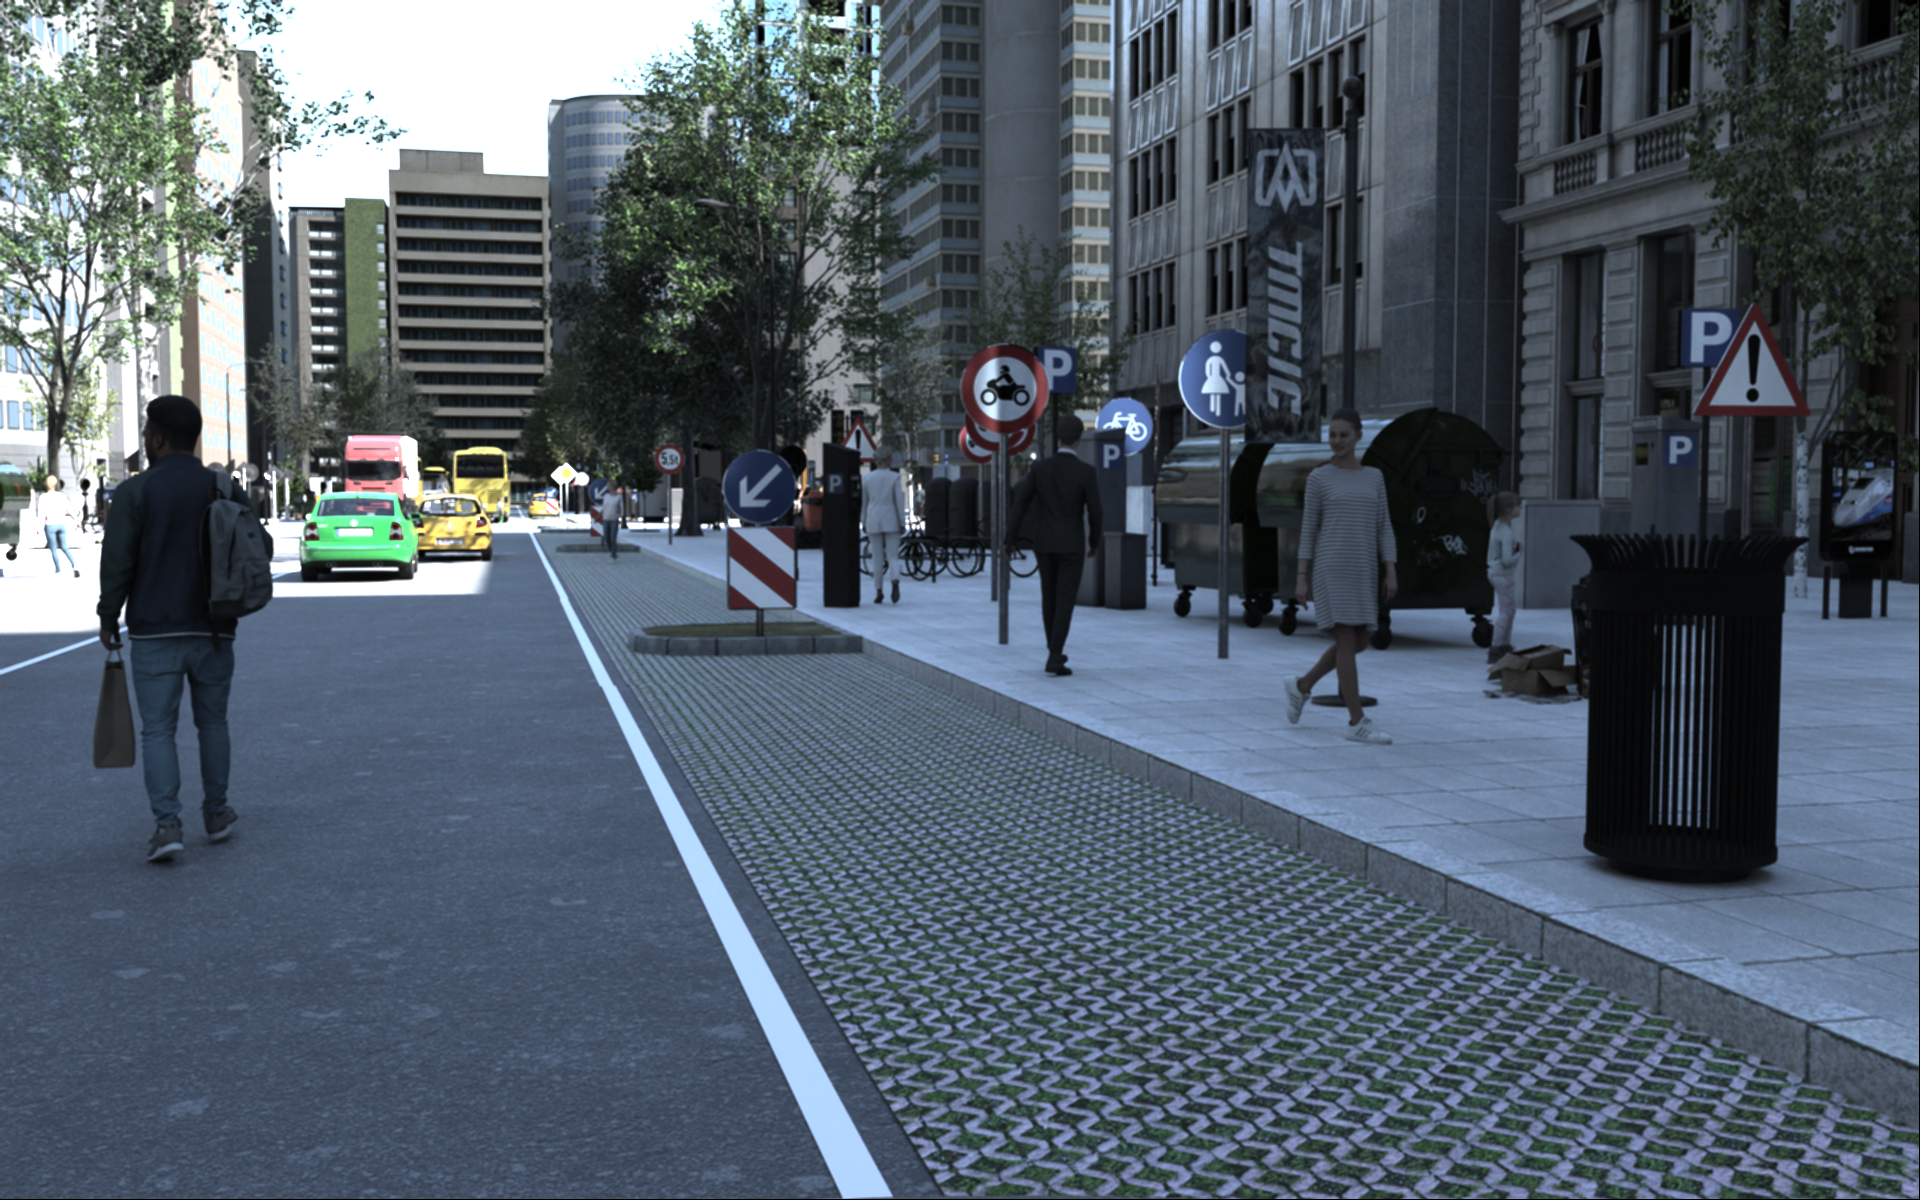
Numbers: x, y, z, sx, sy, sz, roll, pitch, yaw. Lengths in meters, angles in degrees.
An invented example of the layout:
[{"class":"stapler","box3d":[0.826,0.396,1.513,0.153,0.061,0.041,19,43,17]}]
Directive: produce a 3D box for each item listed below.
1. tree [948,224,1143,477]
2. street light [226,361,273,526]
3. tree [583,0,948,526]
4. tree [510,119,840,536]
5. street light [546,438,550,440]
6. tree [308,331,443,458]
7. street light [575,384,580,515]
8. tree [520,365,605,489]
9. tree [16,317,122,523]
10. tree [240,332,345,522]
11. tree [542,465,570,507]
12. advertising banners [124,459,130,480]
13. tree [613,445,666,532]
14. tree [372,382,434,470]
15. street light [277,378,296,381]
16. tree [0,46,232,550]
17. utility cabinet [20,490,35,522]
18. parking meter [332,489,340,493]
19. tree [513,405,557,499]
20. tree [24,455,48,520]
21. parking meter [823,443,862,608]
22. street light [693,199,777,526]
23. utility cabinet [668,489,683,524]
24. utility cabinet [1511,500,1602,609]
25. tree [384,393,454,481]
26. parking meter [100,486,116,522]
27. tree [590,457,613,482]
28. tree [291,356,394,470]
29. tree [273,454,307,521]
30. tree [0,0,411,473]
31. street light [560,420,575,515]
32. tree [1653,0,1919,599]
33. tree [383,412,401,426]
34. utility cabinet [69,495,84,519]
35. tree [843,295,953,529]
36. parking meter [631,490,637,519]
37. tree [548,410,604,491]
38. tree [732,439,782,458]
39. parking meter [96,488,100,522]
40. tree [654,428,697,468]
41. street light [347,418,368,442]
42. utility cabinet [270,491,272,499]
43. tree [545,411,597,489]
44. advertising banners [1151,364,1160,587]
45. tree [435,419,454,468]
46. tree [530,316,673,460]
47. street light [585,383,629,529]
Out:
[{"class":"tree","box3d":[2.536,-5.950,47.642,4.737,8.622,4.395,0,3,0]},{"class":"street light","box3d":[-24.961,-5.381,60.522,1.470,5.913,1.316,-1,4,-14]},{"class":"tree","box3d":[-4.158,-6.777,36.556,9.928,11.665,9.643,0,3,0]},{"class":"tree","box3d":[-8.328,-8.312,52.906,9.611,12.733,9.660,0,3,0]},{"class":"street light","box3d":[-33.758,-10.513,144.428,1.470,5.913,1.316,-1,4,-14]},{"class":"tree","box3d":[-43.864,-13.434,130.019,12.009,13.543,11.850,0,3,0]},{"class":"street light","box3d":[-15.305,-6.126,72.703,1.470,5.913,1.316,-1,4,-14]},{"class":"tree","box3d":[-35.113,-14.320,152.256,7.486,12.596,7.792,0,3,0]},{"class":"tree","box3d":[-36.709,-7.432,71.874,4.737,8.622,4.395,0,3,0]},{"class":"tree","box3d":[-30.778,-7.909,79.678,4.360,8.622,3.978,0,3,0]},{"class":"tree","box3d":[-38.410,-11.150,166.008,4.285,4.588,4.351,0,3,0]},{"class":"advertising banners","box3d":[-41.998,-5.528,86.572,2.074,3.025,0.090,3,4,38]},{"class":"tree","box3d":[-10.829,-3.955,59.260,1.663,3.219,1.824,0,3,0]},{"class":"tree","box3d":[-56.613,-15.725,175.235,7.486,12.596,7.792,0,3,0]},{"class":"street light","box3d":[-27.334,-5.932,69.525,1.470,5.913,1.316,-1,4,-14]},{"class":"tree","box3d":[-20.875,-6.986,39.973,9.928,11.665,9.643,0,3,0]},{"class":"utility cabinet","box3d":[-42.938,-4.344,79.695,0.318,1.500,1.173,-1,4,-10]},{"class":"parking meter","box3d":[-33.542,-5.182,93.138,0.372,1.533,0.369,0,3,0]},{"class":"tree","box3d":[-48.328,-18.167,207.406,12.009,13.543,11.850,0,3,0]},{"class":"tree","box3d":[-45.452,-5.568,85.646,1.663,3.219,1.824,0,3,0]},{"class":"parking meter","box3d":[-1.332,-0.851,19.632,0.399,1.863,0.255,2,4,29]},{"class":"street light","box3d":[-3.528,-3.368,27.604,1.470,5.913,1.316,-1,4,-14]},{"class":"utility cabinet","box3d":[-11.673,-3.921,72.790,1.173,1.500,0.318,0,4,6]},{"class":"utility cabinet","box3d":[6.706,-0.512,19.539,1.020,1.237,0.306,-1,4,-19]},{"class":"tree","box3d":[-60.469,-16.784,191.423,9.611,12.733,9.660,0,3,0]},{"class":"parking meter","box3d":[-26.240,-2.759,53.526,0.372,1.533,0.369,0,3,0]},{"class":"tree","box3d":[-15.663,-5.040,77.009,1.663,3.219,1.824,0,3,0]},{"class":"tree","box3d":[-42.178,-11.249,118.332,8.767,10.594,7.601,1,4,19]},{"class":"tree","box3d":[-32.454,-5.469,84.025,1.663,3.219,1.824,0,3,0]},{"class":"tree","box3d":[-23.496,-12.010,52.249,12.611,20.169,13.585,0,3,0]},{"class":"street light","box3d":[-24.542,-8.300,108.253,1.470,5.913,1.316,-1,4,-14]},{"class":"tree","box3d":[10.459,-4.311,20.854,4.737,8.622,4.395,0,3,0]},{"class":"tree","box3d":[-49.984,-12.290,151.296,4.360,8.622,3.978,0,3,0]},{"class":"utility cabinet","box3d":[-45.339,-4.762,89.014,0.306,1.237,1.020,0,4,2]},{"class":"tree","box3d":[-2.028,-6.909,63.331,4.360,8.622,3.978,0,3,0]},{"class":"parking meter","box3d":[-15.878,-4.659,84.587,0.372,1.533,0.369,0,3,0]},{"class":"tree","box3d":[-29.878,-11.252,134.326,4.360,8.622,3.978,0,3,0]},{"class":"tree","box3d":[-13.081,-9.873,111.781,4.737,8.622,4.395,0,3,0]},{"class":"parking meter","box3d":[-38.654,-4.255,77.977,0.372,1.533,0.369,0,3,0]},{"class":"tree","box3d":[-17.832,-9.404,104.120,4.360,8.622,3.978,0,3,0]},{"class":"street light","box3d":[-36.563,-8.106,105.078,1.470,5.913,1.316,-1,4,-14]},{"class":"utility cabinet","box3d":[-44.168,-6.177,109.672,1.173,1.500,0.318,0,4,-2]},{"class":"tree","box3d":[-31.724,-11.600,140.018,4.737,8.622,4.395,0,3,0]},{"class":"advertising banners","box3d":[2.748,-1.721,24.331,0.090,3.025,2.074,0,4,6]},{"class":"tree","box3d":[-65.438,-17.119,214.309,7.601,10.594,8.767,-2,4,-28]},{"class":"tree","box3d":[-17.779,-9.274,86.042,7.601,10.594,8.767,-1,4,-18]},{"class":"street light","box3d":[-12.906,-5.570,63.609,1.470,5.913,1.316,-1,4,-14]}]
